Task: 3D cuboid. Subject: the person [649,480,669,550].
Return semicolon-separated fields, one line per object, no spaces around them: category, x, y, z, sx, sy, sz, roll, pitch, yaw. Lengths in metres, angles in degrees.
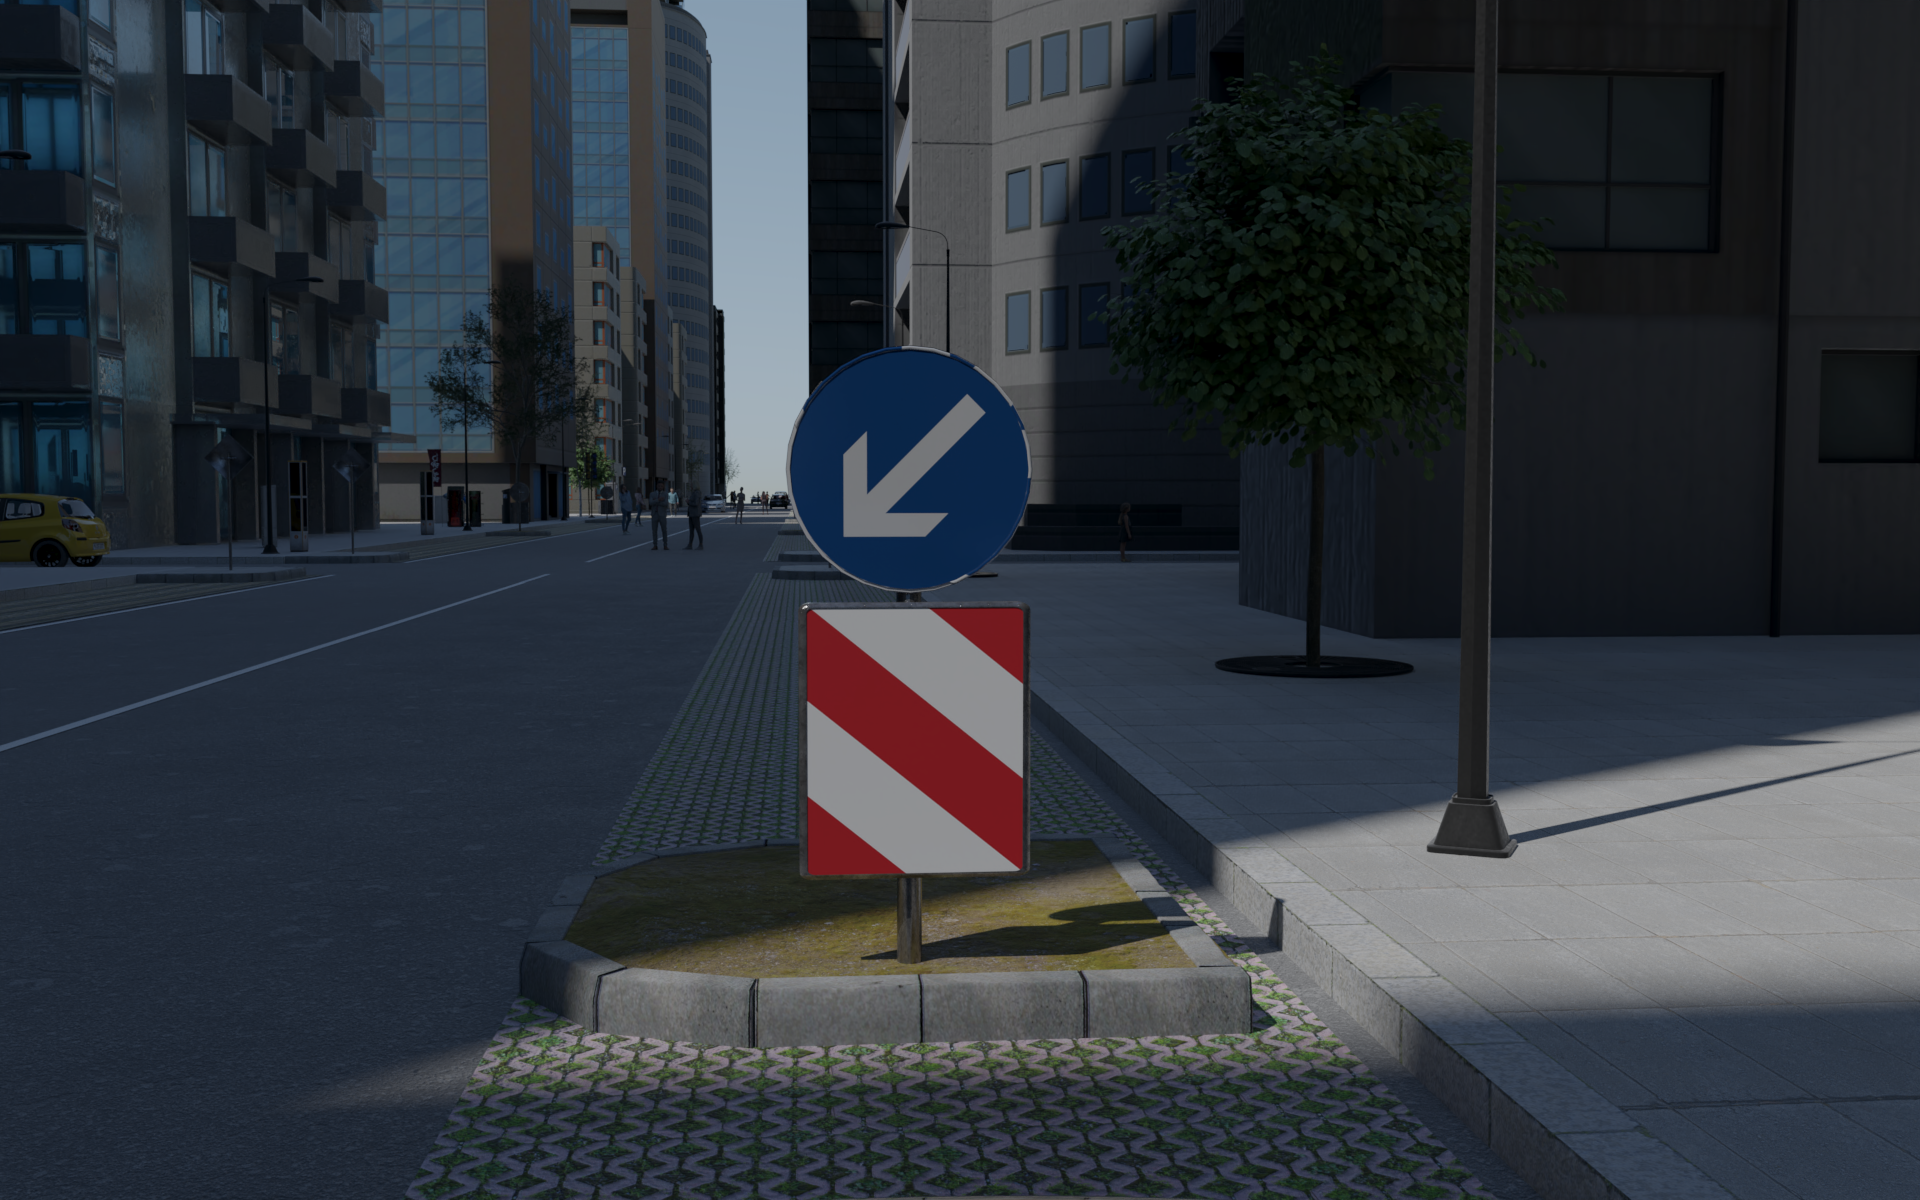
person;-7.715;-2.186;44.426;0.511;1.800;0.466;-1;4;-16

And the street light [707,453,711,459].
street light;-29.045;-13.652;195.743;1.470;5.913;1.316;0;4;-5

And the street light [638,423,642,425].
street light;-21.529;-8.617;113.434;1.470;5.913;1.316;0;4;-5

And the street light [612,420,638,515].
street light;-21.063;-8.280;107.915;1.470;5.913;1.316;0;4;-5

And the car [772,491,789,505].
car;-23.126;-13.140;223.513;2.281;1.827;5.304;0;4;-7

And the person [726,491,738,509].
person;-21.514;-9.435;163.582;1.217;1.723;0.721;-1;4;-19

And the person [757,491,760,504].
person;-28.740;-14.582;246.932;0.705;1.822;1.348;0;4;2

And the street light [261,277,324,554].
street light;-14.290;-3.949;37.105;1.470;5.913;1.316;0;4;-5

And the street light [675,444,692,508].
street light;-25.781;-11.486;160.338;1.470;5.913;1.316;0;4;-5

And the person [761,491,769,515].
person;-13.421;-6.676;119.114;0.415;1.643;0.593;3;5;44

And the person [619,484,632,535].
person;-11.798;-3.200;61.085;0.793;1.790;0.793;0;4;-4

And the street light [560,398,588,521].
street light;-18.581;-6.786;83.484;1.470;5.913;1.316;0;4;-5

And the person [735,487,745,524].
person;-10.492;-4.522;82.773;0.599;1.781;0.374;-2;4;-29

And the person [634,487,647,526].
person;-14.222;-4.131;76.632;0.643;1.750;0.593;-3;5;-41

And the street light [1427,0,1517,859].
street light;1.313;-2.049;6.044;1.470;5.913;1.316;0;4;-5

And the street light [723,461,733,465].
street light;-35.541;-17.939;265.843;1.470;5.913;1.316;0;4;-5

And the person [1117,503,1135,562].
person;3.506;-1.428;36.523;0.373;1.253;0.362;0;4;-2

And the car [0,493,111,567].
car;-18.381;-1.388;32.912;3.980;1.641;2.015;0;4;-3

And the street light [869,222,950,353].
street light;-0.744;-3.499;29.753;1.470;5.913;1.316;0;4;-5

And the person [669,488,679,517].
person;-18.053;-6.151;109.091;0.660;1.820;0.620;0;4;-7

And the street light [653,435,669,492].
street light;-23.721;-10.067;137.141;1.470;5.913;1.316;0;4;-5

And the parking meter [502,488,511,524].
parking meter;-19.537;-4.046;74.558;0.372;1.533;0.369;0;3;0

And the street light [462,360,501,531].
street light;-16.641;-5.366;60.276;1.470;5.913;1.316;0;4;-5

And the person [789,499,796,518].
person;-9.689;-5.704;101.873;0.709;1.813;0.853;-1;4;-15

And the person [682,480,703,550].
person;-6.868;-2.193;44.540;0.526;1.800;0.537;-1;4;-15

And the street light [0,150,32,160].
street light;-13.231;-3.116;23.483;1.470;5.913;1.316;0;4;-5

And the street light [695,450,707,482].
street light;-27.974;-12.947;184.219;1.470;5.913;1.316;0;4;-5

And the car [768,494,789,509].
car;-17.463;-9.591;166.597;2.009;1.686;4.222;0;4;-7

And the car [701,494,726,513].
car;-18.936;-7.396;132.929;2.014;1.417;4.499;0;4;-6

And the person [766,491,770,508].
person;-20.404;-10.688;183.968;1.217;1.735;0.721;3;5;43

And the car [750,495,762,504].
car;-30.527;-15.149;260.264;1.945;1.354;3.894;0;4;-4

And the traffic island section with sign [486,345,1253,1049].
traffic island section with sign;-0.306;0.197;5.415;1.989;1.847;2.006;0;4;-5

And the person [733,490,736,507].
person;-24.095;-10.800;185.070;0.705;1.826;1.348;0;4;4

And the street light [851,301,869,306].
street light;-1.922;-4.237;41.812;1.470;5.913;1.316;0;4;-5
